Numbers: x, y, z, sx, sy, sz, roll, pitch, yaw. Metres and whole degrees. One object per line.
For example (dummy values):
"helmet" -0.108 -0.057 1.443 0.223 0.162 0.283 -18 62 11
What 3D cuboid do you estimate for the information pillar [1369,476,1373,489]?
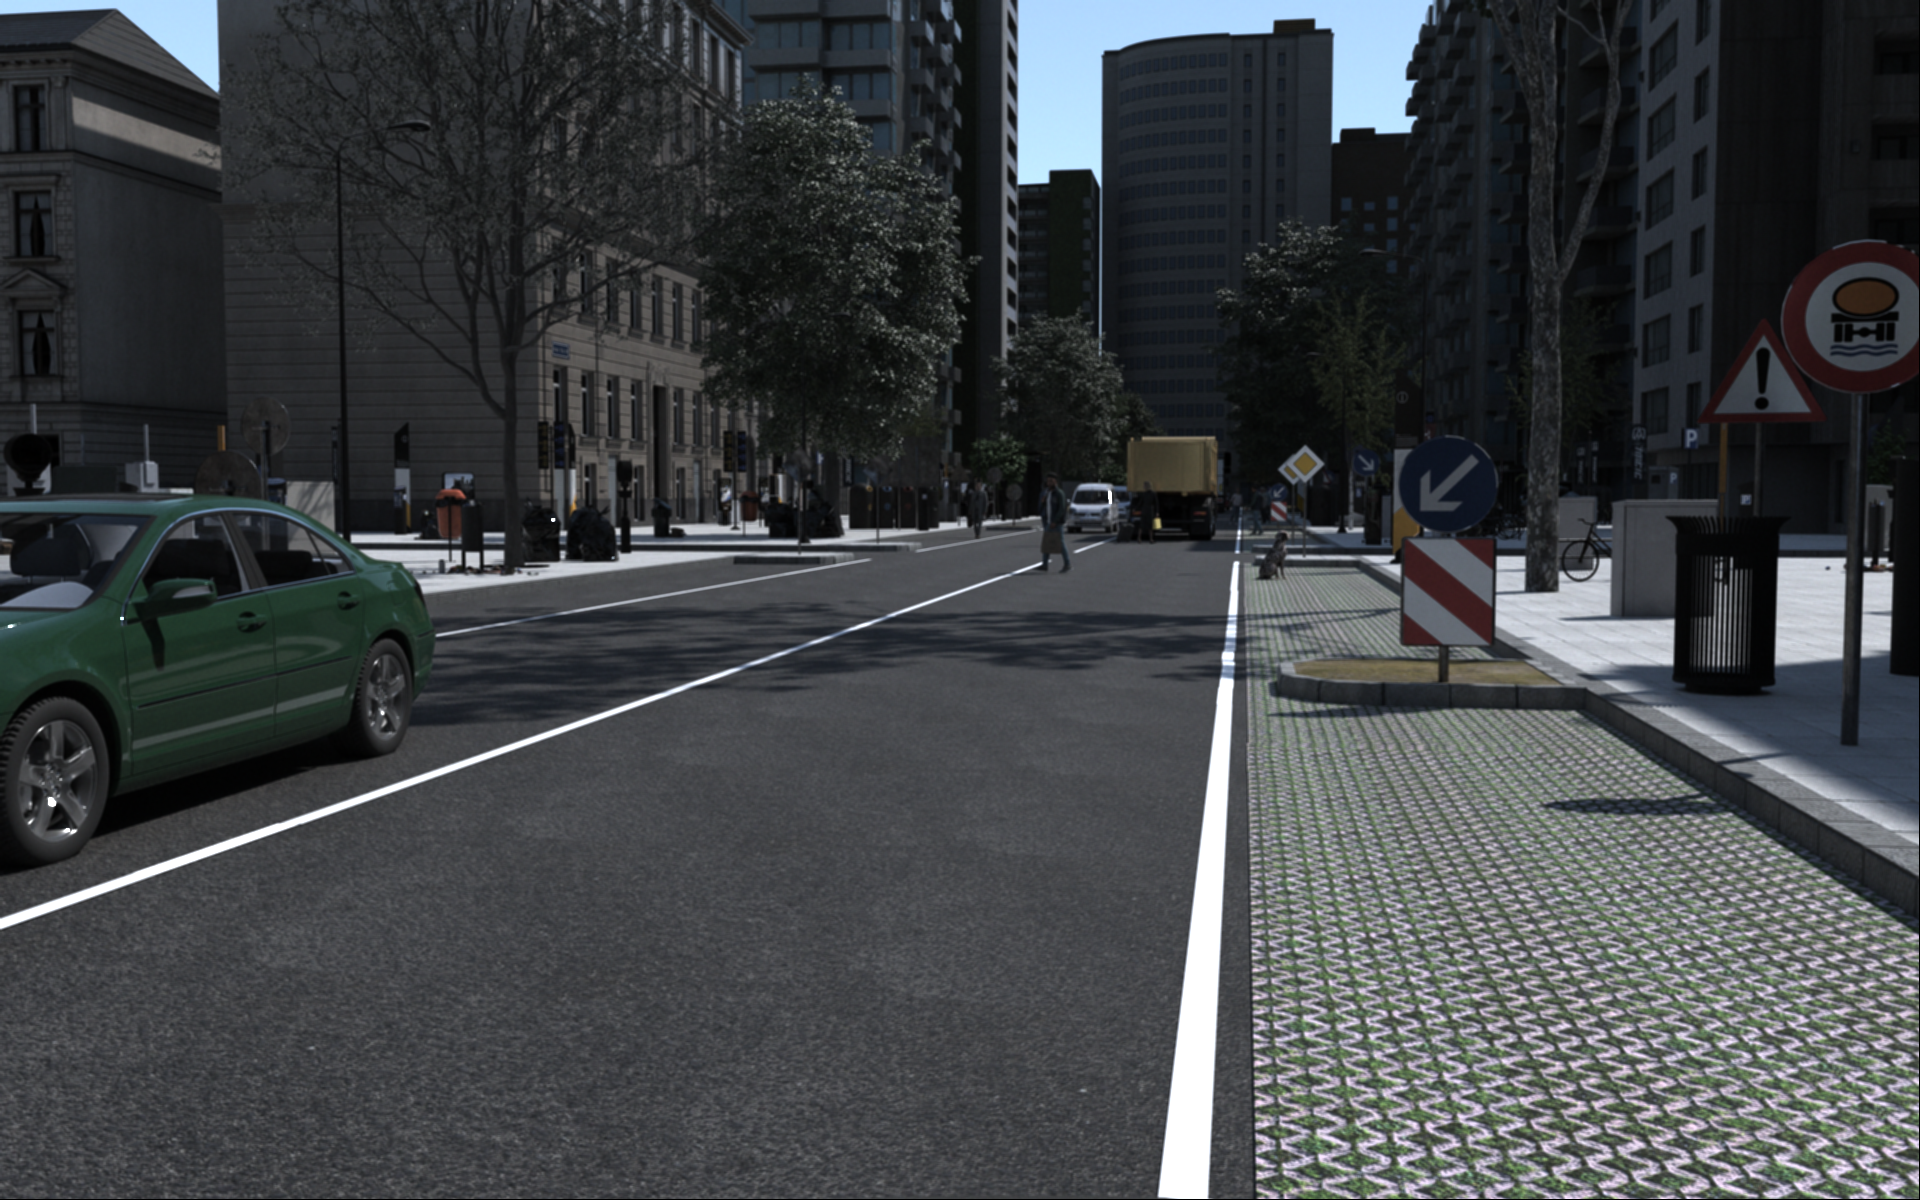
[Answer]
"information pillar" 16.530 -4.024 70.290 0.304 2.012 0.304 -3 5 -44

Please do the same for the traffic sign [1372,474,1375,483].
"traffic sign" 22.701 -5.887 96.365 0.768 2.556 0.104 1 4 10

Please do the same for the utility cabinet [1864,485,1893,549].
"utility cabinet" 21.085 -1.922 40.101 1.173 1.500 0.318 -2 4 -27

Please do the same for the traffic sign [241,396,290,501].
"traffic sign" -9.085 -1.378 22.638 0.768 2.556 0.104 1 4 18

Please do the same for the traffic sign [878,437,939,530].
"traffic sign" -1.850 -4.142 61.599 2.265 3.308 0.079 1 4 11

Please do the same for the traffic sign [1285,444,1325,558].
"traffic sign" 6.957 -1.916 34.962 0.795 2.450 0.064 1 4 9

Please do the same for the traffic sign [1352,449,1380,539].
"traffic sign" 11.567 -3.012 49.357 0.768 2.556 0.104 1 4 16

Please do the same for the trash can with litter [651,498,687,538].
"trash can with litter" -8.566 -2.428 51.086 1.055 1.170 0.624 1 4 20

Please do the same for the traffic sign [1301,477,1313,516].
"traffic sign" 17.935 -5.346 89.534 0.606 2.300 0.079 1 4 18

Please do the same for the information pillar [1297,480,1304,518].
"information pillar" 18.438 -6.239 93.364 0.504 3.616 0.183 -1 4 -11

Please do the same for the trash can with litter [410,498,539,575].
"trash can with litter" -7.704 -1.027 27.851 2.233 1.210 1.678 3 5 40

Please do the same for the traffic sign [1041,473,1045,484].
"traffic sign" 4.462 -6.061 99.206 0.768 2.556 0.104 1 4 10

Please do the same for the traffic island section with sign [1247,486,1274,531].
"traffic island section with sign" 12.247 -3.585 67.236 1.989 1.847 2.006 1 4 9

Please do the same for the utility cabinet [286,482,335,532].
"utility cabinet" -11.769 -1.372 31.104 0.318 1.500 1.173 1 4 22

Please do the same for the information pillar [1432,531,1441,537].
"information pillar" 12.332 -2.440 44.387 0.304 2.012 0.304 -3 5 -42

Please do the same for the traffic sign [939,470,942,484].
"traffic sign" -1.059 -4.316 72.695 0.606 2.300 0.079 1 4 18

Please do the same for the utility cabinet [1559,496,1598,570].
"utility cabinet" 10.167 -1.110 29.306 1.020 1.237 0.306 1 4 9

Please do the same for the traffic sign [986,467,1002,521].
"traffic sign" 1.606 -4.970 81.373 0.768 2.556 0.104 1 4 13

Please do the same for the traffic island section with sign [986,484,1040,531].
"traffic island section with sign" 2.153 -3.683 68.843 1.989 1.847 2.006 1 4 9

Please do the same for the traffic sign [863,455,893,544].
"traffic sign" -2.112 -2.502 44.547 0.795 2.450 0.064 1 4 9

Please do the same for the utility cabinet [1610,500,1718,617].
"utility cabinet" 7.390 -0.431 18.203 1.020 1.237 0.306 0 4 -6

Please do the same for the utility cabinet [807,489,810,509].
"utility cabinet" -6.537 -4.401 80.633 1.173 1.500 0.318 -1 4 -10

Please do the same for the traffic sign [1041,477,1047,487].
"traffic sign" 5.163 -6.285 104.897 0.606 2.300 0.079 1 4 11

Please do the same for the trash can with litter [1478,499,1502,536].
"trash can with litter" 16.368 -2.584 53.641 0.624 1.170 1.055 2 4 31

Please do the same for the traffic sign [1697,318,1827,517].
"traffic sign" 5.963 -0.791 12.934 0.884 2.594 0.081 1 4 16

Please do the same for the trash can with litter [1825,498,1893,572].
"trash can with litter" 15.483 -1.103 29.090 1.678 1.210 2.233 2 4 24

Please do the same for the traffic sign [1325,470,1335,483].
"traffic sign" 19.783 -5.692 93.170 0.768 2.556 0.104 1 4 18

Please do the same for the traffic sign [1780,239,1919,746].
"traffic sign" 4.552 -0.531 8.787 0.768 2.556 0.104 1 4 18

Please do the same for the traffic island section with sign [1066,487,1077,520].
"traffic island section with sign" 6.491 -5.310 95.448 1.989 1.847 2.006 1 4 9

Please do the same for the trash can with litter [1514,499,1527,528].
"trash can with litter" 21.294 -3.288 65.141 1.055 1.170 0.624 -2 4 -31

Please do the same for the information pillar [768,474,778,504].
"information pillar" -6.948 -3.671 64.505 0.304 2.012 0.304 0 4 7

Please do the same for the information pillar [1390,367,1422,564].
"information pillar" 8.226 -2.481 31.913 0.504 3.616 0.183 2 4 33

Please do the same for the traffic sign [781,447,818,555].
"traffic sign" -3.397 -2.020 36.665 0.795 2.450 0.064 1 4 9

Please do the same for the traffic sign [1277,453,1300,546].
"traffic sign" 8.242 -2.398 42.844 0.795 2.450 0.064 1 4 9

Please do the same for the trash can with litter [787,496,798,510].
"trash can with litter" -8.420 -4.604 86.663 0.624 1.170 1.055 -1 4 -12

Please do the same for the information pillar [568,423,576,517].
"information pillar" -12.858 -4.042 57.446 0.183 3.616 0.504 0 4 4

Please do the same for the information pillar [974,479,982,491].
"information pillar" 0.854 -4.740 81.996 0.304 2.012 0.304 -1 4 -10

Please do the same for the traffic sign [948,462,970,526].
"traffic sign" -0.034 -4.237 69.284 0.884 2.594 0.081 1 4 11

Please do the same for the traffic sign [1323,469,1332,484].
"traffic sign" 18.842 -5.501 89.944 0.884 2.594 0.081 1 4 10

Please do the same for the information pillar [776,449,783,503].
"information pillar" -7.482 -4.917 71.739 0.183 3.616 0.504 1 4 19

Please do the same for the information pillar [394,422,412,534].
"information pillar" -18.072 -3.964 56.171 0.183 3.616 0.504 3 5 44

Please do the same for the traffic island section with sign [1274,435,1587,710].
"traffic island section with sign" 3.312 -0.236 12.493 1.989 1.847 2.006 1 4 9

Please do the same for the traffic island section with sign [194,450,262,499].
"traffic island section with sign" -6.638 -0.386 14.938 1.989 1.847 2.006 1 4 9

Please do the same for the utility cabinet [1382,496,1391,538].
"utility cabinet" 12.737 -2.408 50.537 1.020 1.237 0.306 3 4 38

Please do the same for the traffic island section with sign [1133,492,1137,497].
"traffic island section with sign" 14.575 -8.343 145.032 1.989 1.847 2.006 1 4 9
